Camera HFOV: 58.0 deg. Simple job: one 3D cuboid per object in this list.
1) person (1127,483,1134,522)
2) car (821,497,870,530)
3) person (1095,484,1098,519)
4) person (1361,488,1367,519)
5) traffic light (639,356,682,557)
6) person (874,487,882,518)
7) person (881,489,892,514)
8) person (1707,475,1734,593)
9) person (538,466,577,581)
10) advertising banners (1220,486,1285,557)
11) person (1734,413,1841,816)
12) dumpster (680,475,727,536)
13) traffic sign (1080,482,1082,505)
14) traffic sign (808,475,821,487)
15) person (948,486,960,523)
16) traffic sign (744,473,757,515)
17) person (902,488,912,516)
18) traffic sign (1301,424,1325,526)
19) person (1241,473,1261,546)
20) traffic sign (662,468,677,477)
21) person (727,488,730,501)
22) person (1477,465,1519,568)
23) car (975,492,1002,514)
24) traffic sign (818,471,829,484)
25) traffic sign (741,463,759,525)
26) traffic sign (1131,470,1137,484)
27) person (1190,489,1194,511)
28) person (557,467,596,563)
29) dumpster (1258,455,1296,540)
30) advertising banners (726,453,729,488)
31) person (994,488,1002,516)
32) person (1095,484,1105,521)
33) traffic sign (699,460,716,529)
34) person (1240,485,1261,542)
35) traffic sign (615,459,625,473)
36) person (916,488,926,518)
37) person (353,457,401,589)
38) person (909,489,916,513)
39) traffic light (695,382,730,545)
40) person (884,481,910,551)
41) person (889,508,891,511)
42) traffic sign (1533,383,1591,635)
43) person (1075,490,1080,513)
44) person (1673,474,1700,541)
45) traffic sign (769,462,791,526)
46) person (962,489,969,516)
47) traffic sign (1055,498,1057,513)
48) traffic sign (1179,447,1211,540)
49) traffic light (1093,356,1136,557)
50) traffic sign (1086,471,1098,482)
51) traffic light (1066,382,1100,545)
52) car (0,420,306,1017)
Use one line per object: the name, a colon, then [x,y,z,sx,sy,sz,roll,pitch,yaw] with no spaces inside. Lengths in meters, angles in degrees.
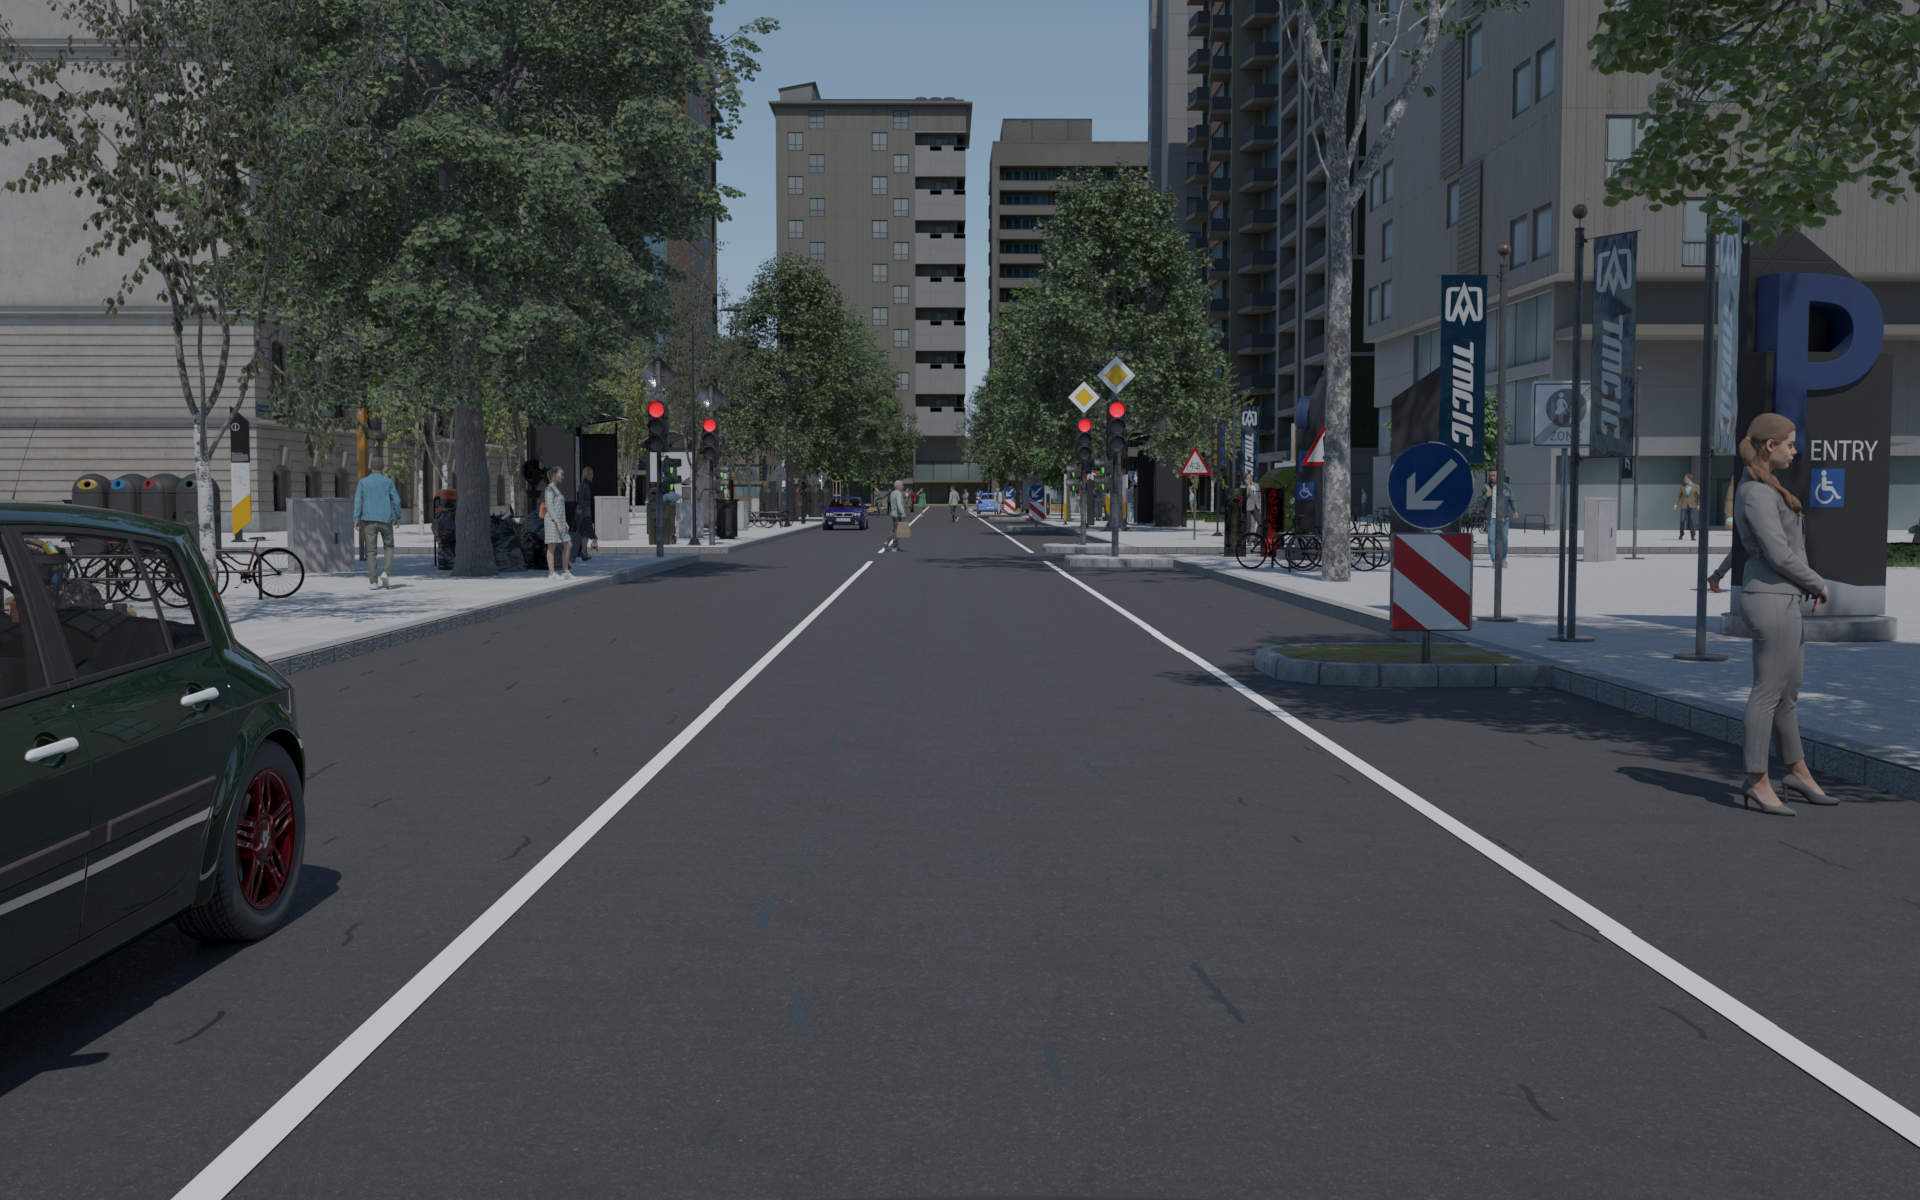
person: [7.807,-4.440,78.983,0.623,1.781,0.721,-1,4,-20]
car: [-4.592,-3.494,69.713,1.945,1.354,3.894,0,4,0]
person: [6.679,-4.747,84.202,0.519,1.759,0.362,2,4,34]
person: [21.153,-5.066,90.689,0.330,1.601,0.589,2,4,23]
traffic light: [-6.105,-2.833,35.238,0.839,4.253,0.868,0,4,-1]
person: [-4.958,-5.881,104.458,0.447,1.846,0.655,-2,4,-32]
person: [-5.015,-7.042,123.781,1.348,1.807,0.705,0,4,6]
person: [10.088,-1.001,22.312,0.836,1.842,0.656,2,4,31]
person: [-5.998,-1.141,25.708,0.522,1.701,0.512,0,4,1]
advertising banners: [6.328,-2.385,35.178,2.074,3.025,0.090,0,4,1]
person: [3.749,0.061,7.775,0.573,1.790,0.520,0,4,6]
dumpster: [-7.968,-2.932,53.699,1.264,1.857,1.865,0,4,0]
traffic sign: [7.704,-6.762,110.664,0.768,2.556,0.104,0,4,2]
traffic sign: [-8.193,-5.924,96.869,0.884,2.594,0.081,1,4,9]
person: [-0.258,-4.785,86.576,0.795,1.843,0.661,3,5,43]
traffic sign: [-11.236,-5.667,92.765,0.768,2.556,0.104,0,4,0]
person: [-3.578,-6.548,115.515,0.622,1.834,0.822,-2,4,-25]
traffic sign: [6.759,-1.965,32.138,0.884,2.594,0.081,0,4,0]
person: [7.212,-2.229,42.669,0.592,1.802,0.473,0,4,-5]
traffic sign: [-8.933,-3.104,52.878,0.606,2.300,0.079,0,4,5]
person: [-12.859,-5.475,95.654,0.778,1.811,0.616,3,5,39]
person: [9.261,-1.438,29.895,0.623,1.781,0.721,0,4,-1]
car: [2.056,-6.965,123.468,1.945,1.707,3.694,0,4,-1]
traffic sign: [-7.825,-5.998,97.808,0.795,2.593,0.064,0,4,4]
traffic sign: [-8.757,-4.390,71.775,0.884,2.594,0.081,0,4,0]
traffic sign: [9.423,-5.608,91.797,0.768,2.556,0.104,0,4,7]
person: [15.709,-6.711,117.575,0.330,1.601,0.589,0,4,3]
person: [-7.315,-1.636,33.013,0.699,1.804,1.509,1,4,18]
dumpster: [8.381,-2.527,43.817,1.502,2.255,1.985,0,4,-1]
advertising banners: [-10.018,-4.710,73.197,0.090,3.025,2.074,0,4,8]
person: [2.511,-6.561,115.649,0.514,1.842,0.818,-1,4,-12]
person: [6.694,-4.714,83.543,0.576,1.772,0.534,-1,4,-13]
traffic sign: [-9.182,-3.862,63.144,0.884,2.594,0.081,1,4,9]
person: [7.719,-2.459,46.350,0.694,1.812,0.767,0,4,-1]
traffic sign: [-11.209,-3.436,55.908,0.795,2.593,0.064,0,4,2]
person: [-2.318,-5.897,105.160,0.600,1.795,0.529,1,4,20]
person: [-7.801,-1.029,23.204,0.601,1.785,0.444,-1,4,-15]
person: [-3.613,-7.378,129.060,0.705,1.831,1.348,-2,4,-32]
traffic light: [-6.187,-3.321,43.222,0.839,4.253,0.868,0,4,-1]
person: [-1.569,-2.088,43.123,0.515,1.767,0.782,-1,4,-23]
person: [-5.954,-8.350,148.281,0.557,1.426,1.065,-2,4,-32]
traffic sign: [5.481,-0.832,15.736,0.606,2.300,0.079,0,4,6]
person: [8.031,-6.775,116.829,0.555,1.821,0.388,0,4,2]
person: [20.163,-2.574,48.033,0.656,1.842,0.836,0,4,1]
traffic sign: [-7.297,-4.286,70.082,0.884,2.594,0.081,0,4,3]
person: [0.334,-6.521,115.296,0.466,1.800,0.511,-3,5,-44]
traffic sign: [6.594,-7.264,118.868,0.768,2.556,0.104,0,4,6]
traffic sign: [6.512,-2.938,48.040,0.884,2.594,0.081,0,4,2]
traffic light: [3.156,-2.840,35.349,0.839,4.253,0.868,0,4,-1]
traffic sign: [7.163,-5.742,93.983,0.768,2.556,0.104,0,3,0]
traffic light: [3.074,-3.328,43.333,0.839,4.253,0.868,0,4,-1]
car: [-3.103,0.340,4.221,2.009,1.686,4.222,0,4,1]
